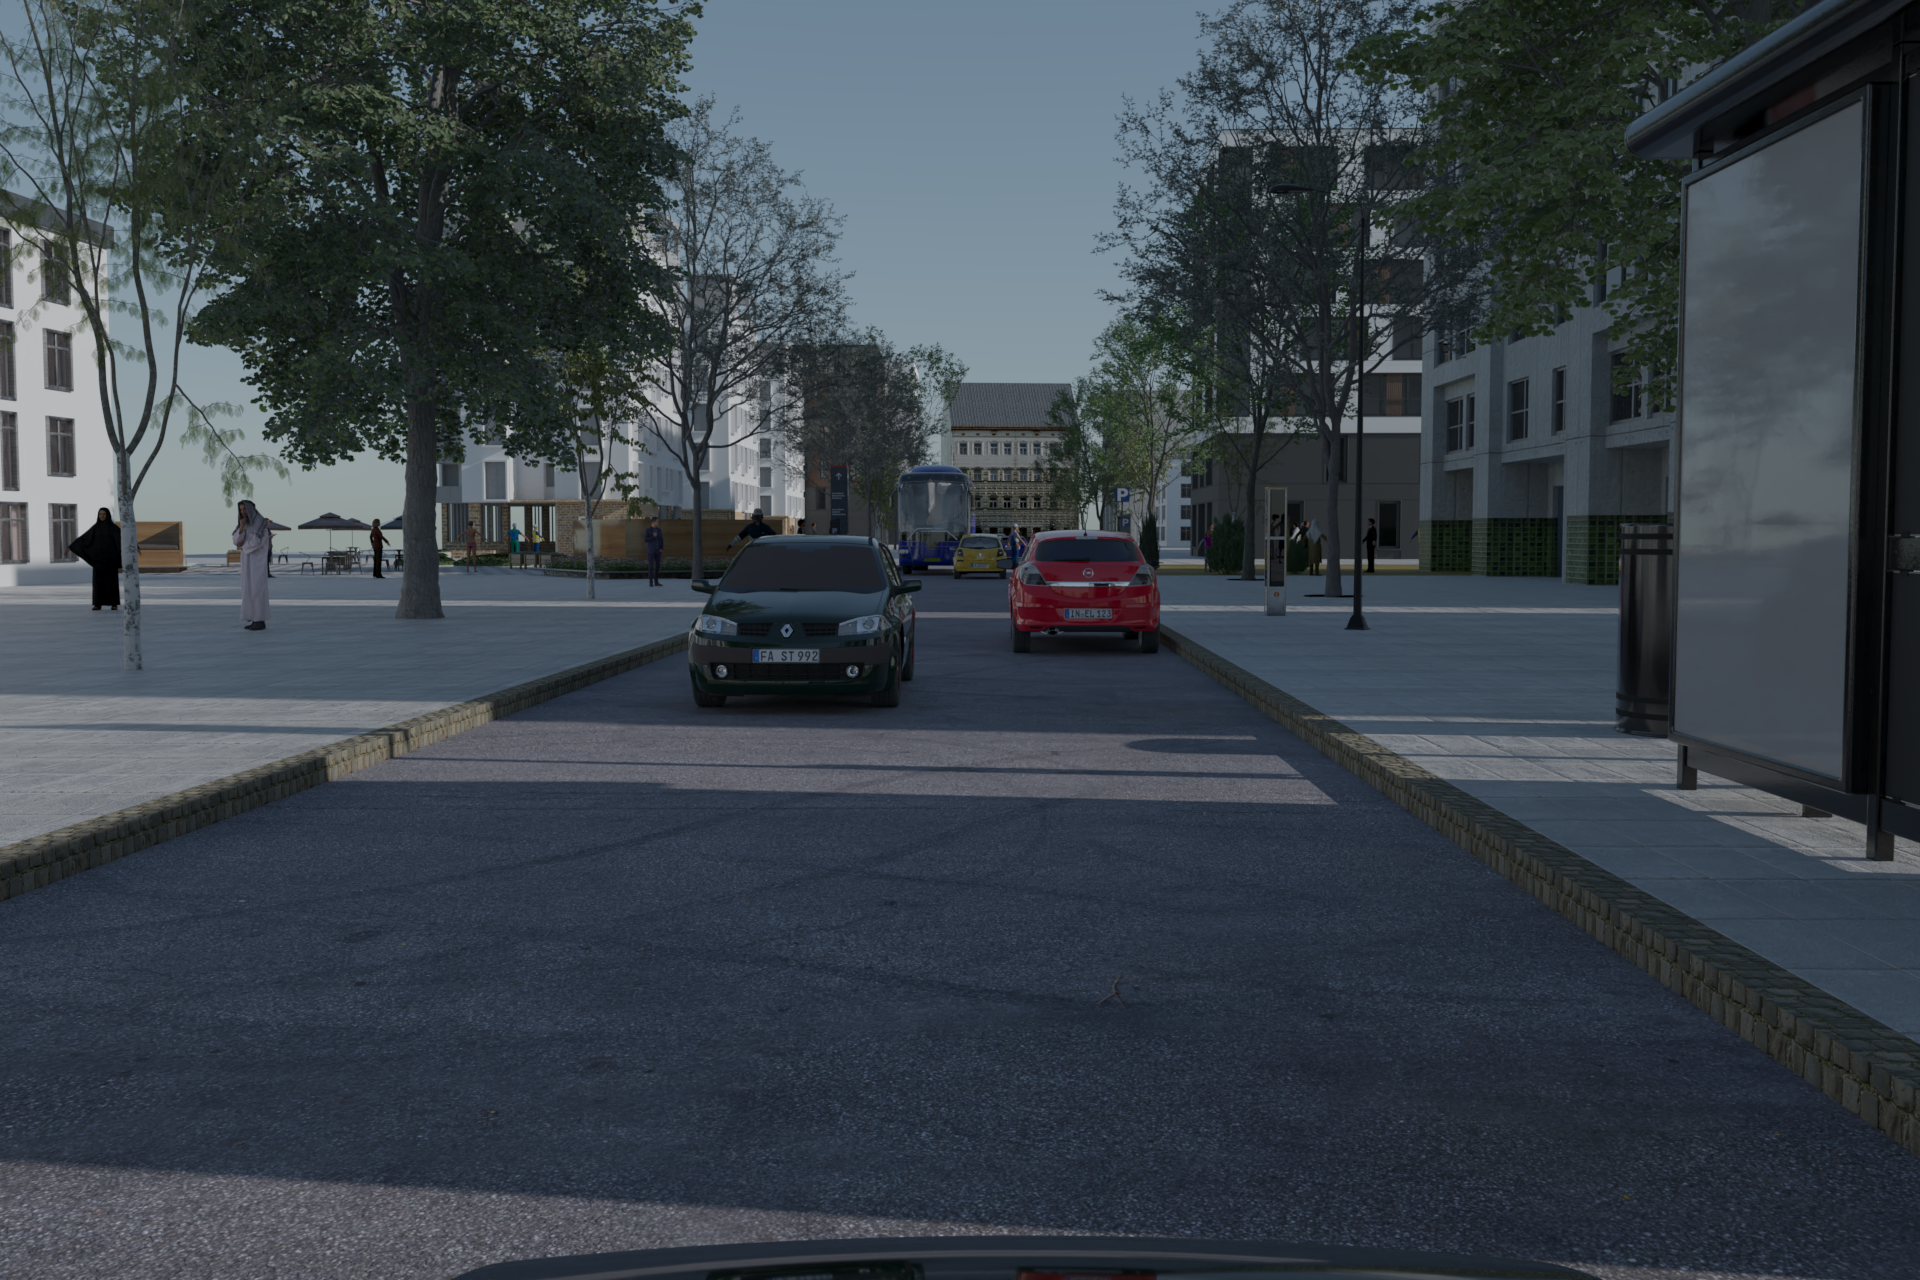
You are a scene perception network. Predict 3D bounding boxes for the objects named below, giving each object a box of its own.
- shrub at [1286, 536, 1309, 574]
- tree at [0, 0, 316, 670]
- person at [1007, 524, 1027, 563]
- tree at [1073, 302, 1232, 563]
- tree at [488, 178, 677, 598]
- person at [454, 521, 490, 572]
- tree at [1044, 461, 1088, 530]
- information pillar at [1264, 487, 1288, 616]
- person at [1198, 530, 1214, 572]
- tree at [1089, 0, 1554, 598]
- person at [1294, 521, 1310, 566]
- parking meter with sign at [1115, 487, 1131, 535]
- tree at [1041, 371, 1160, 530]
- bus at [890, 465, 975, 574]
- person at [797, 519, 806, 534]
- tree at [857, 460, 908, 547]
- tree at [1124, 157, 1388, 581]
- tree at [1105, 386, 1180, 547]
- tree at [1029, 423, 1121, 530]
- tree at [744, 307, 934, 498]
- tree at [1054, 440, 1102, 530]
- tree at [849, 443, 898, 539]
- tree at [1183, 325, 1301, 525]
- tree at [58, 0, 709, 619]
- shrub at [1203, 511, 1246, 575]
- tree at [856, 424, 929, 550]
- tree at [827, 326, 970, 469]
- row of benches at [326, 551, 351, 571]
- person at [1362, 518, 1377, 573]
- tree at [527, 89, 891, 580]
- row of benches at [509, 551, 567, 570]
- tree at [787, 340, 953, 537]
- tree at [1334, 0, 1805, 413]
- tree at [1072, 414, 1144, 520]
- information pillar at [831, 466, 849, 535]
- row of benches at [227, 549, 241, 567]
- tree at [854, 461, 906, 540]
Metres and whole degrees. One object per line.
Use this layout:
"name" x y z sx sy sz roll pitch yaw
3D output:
"shrub" 10.753 -2.719 55.567 1.383 1.207 1.383 0 3 0
"tree" -7.828 -4.037 16.360 4.360 8.622 3.978 0 3 0
"person" 2.227 -3.737 69.412 0.705 1.847 1.347 -2 4 -32
"tree" 8.492 -9.190 76.005 9.928 11.665 9.643 0 3 0
"tree" -7.402 -5.119 34.063 4.737 8.622 4.395 0 3 0
"person" -16.442 -3.152 58.345 1.217 1.733 0.721 0 4 -2
"tree" 10.244 -12.691 157.861 4.360 8.622 3.978 0 3 0
"information pillar" 4.962 -1.391 27.229 0.304 2.012 0.304 0 4 1
"person" 8.357 -2.979 57.974 0.991 1.433 0.599 -2 4 -30
"tree" 7.518 -7.620 34.960 12.009 13.543 11.850 0 3 0
"person" 13.415 -3.724 67.112 0.704 1.802 1.346 -3 4 -38
"parking meter with sign" 6.059 -4.142 63.983 0.543 3.016 1.738 0 4 1
"tree" 8.973 -11.326 110.938 9.928 11.665 9.643 0 3 0
"bus" -0.791 -4.498 65.084 2.896 3.916 12.251 0 4 2
"person" -5.661 -3.440 62.393 0.704 1.843 1.345 1 4 12
"tree" -5.723 -11.091 131.696 4.737 8.622 4.395 0 3 0
"tree" 8.092 -7.439 47.387 9.928 11.665 9.643 0 3 0
"tree" 9.020 -8.357 86.998 4.737 8.622 4.395 0 3 0
"tree" 10.188 -12.890 145.158 7.601 10.594 8.767 3 5 43
"tree" -6.452 -11.217 93.770 12.009 13.543 11.850 0 3 0
"tree" 9.602 -11.259 134.440 4.737 8.622 4.395 0 3 0
"tree" -5.774 -10.183 116.850 4.737 8.622 4.395 0 3 0
"tree" 9.576 -6.735 60.475 4.360 8.622 3.978 0 3 0
"tree" -8.268 -7.308 26.140 9.857 13.997 8.962 0 3 0
"shrub" 8.545 -3.098 55.068 1.690 2.028 1.600 0 3 0
"tree" -5.098 -12.748 142.837 7.601 10.594 8.767 -3 5 -44
"tree" -5.793 -18.493 158.249 12.611 20.169 13.585 0 3 0
"row of benches" -22.426 -2.879 62.540 1.422 0.672 4.104 -1 4 -16
"person" 13.614 -3.139 57.510 0.705 1.806 1.347 0 4 -5
"tree" -7.482 -8.464 48.763 12.009 13.543 11.850 0 3 0
"row of benches" -15.352 -2.899 62.860 1.422 0.672 4.104 -2 4 -35
"tree" -5.572 -12.105 108.282 12.009 13.543 11.850 0 3 0
"tree" 7.360 -6.009 16.381 7.486 12.596 7.792 0 3 0
"tree" 8.912 -8.871 95.409 4.360 8.622 3.978 0 3 0
"information pillar" -4.559 -4.667 65.682 0.750 3.857 0.750 0 4 1
"row of benches" -28.674 -3.246 68.530 1.422 0.672 4.104 -1 4 -22
"tree" -5.640 -10.665 124.738 4.737 8.622 4.395 0 3 0
